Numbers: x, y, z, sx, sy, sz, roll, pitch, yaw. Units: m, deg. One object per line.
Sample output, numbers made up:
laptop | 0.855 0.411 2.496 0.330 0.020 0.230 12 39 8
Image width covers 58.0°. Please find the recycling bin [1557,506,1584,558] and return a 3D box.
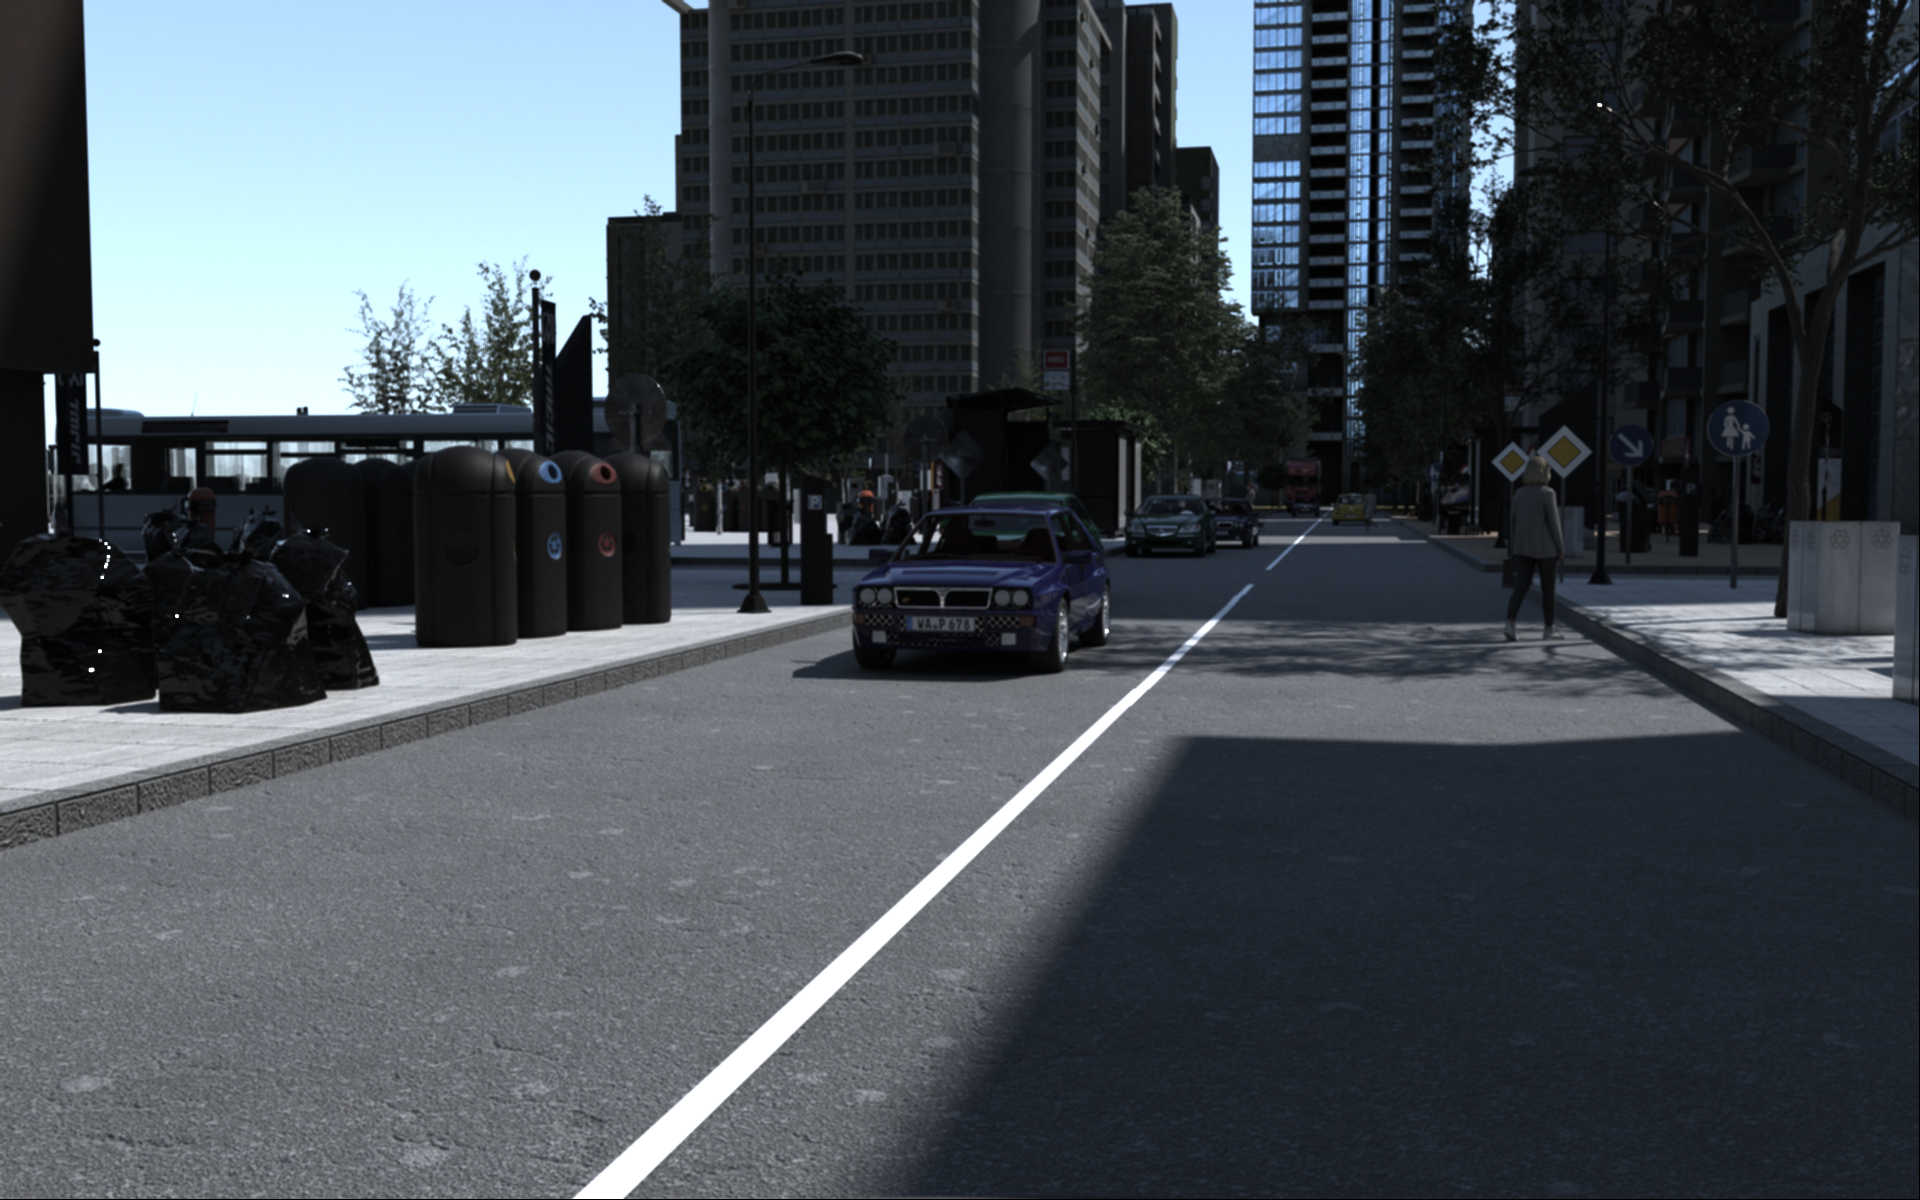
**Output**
recycling bin | 12.173 -1.374 35.019 0.722 1.027 0.722 2 4 31

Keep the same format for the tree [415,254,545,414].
tree | -14.224 -6.292 53.242 4.737 8.622 4.395 0 3 0

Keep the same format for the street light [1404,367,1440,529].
street light | 17.090 -5.543 63.170 1.470 5.913 1.316 1 4 13

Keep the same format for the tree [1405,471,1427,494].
tree | 30.527 -7.369 115.088 1.663 3.219 1.824 0 3 0

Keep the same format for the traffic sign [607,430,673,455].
traffic sign | -3.956 -1.306 21.353 0.884 2.594 0.081 1 4 15

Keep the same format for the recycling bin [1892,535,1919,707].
recycling bin | 6.161 0.127 10.472 0.722 1.027 0.722 0 4 8

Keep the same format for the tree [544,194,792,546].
tree | -7.020 -5.635 42.497 4.737 8.622 4.395 0 3 0

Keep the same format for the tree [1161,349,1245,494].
tree | 11.386 -8.158 83.738 4.737 8.622 4.395 0 3 0

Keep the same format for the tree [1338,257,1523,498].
tree | 24.774 -11.272 90.953 9.857 13.997 8.962 0 3 0

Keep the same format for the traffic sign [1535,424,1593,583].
traffic sign | 8.717 -1.309 25.051 0.795 2.450 0.064 1 4 13

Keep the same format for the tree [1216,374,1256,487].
tree | 19.504 -11.302 119.202 7.601 10.594 8.767 -2 4 -33

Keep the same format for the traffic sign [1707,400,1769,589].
traffic sign | 10.514 -1.429 23.466 0.768 2.556 0.104 1 4 21

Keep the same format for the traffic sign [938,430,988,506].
traffic sign | 0.041 -1.429 27.005 0.795 2.450 0.064 1 4 13

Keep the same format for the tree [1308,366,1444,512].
tree | 32.813 -12.340 127.506 9.928 11.665 9.643 0 3 0

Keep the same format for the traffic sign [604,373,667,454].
traffic sign | -3.443 -1.114 18.320 0.768 2.556 0.104 1 4 22

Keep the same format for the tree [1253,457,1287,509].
tree | 27.408 -10.259 151.453 4.285 4.588 4.351 0 3 0

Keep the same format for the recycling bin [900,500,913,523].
recycling bin | -2.365 -4.017 78.238 0.722 1.027 0.722 0 4 -2

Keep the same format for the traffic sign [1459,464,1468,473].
traffic sign | 21.399 -4.451 72.881 0.768 2.556 0.104 1 4 19

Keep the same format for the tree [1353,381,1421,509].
tree | 36.861 -13.874 144.964 7.486 12.596 7.792 0 3 0

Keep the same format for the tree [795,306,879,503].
tree | -6.171 -6.969 64.301 4.737 8.622 4.395 0 3 0

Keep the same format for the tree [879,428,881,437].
tree | -5.825 -7.477 72.603 4.737 8.622 4.395 0 3 0

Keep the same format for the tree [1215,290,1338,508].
tree | 29.338 -18.814 163.491 12.611 20.169 13.585 0 3 0

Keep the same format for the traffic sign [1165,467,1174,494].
traffic sign | 8.789 -4.542 74.359 0.768 2.556 0.104 1 4 20

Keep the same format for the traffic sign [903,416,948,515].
traffic sign | -0.571 -1.719 28.208 0.768 2.556 0.104 1 4 17

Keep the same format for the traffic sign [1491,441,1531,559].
traffic sign | 10.461 -1.786 32.844 0.795 2.450 0.064 1 4 13

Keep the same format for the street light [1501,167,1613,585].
street light | 8.607 -3.187 24.652 1.470 5.913 1.316 1 4 13

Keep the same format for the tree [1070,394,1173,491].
tree | 5.245 -4.467 56.742 4.285 4.588 4.351 0 3 0

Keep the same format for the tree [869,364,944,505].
tree | -3.336 -9.072 98.692 4.360 8.622 3.978 0 3 0

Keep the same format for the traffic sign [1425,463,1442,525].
traffic sign | 19.356 -4.315 70.651 0.768 2.556 0.104 1 4 13

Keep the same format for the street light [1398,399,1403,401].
street light | 21.927 -6.844 84.442 1.470 5.913 1.316 1 4 13

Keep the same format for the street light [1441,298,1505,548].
street light | 12.316 -4.194 41.116 1.470 5.913 1.316 1 4 13

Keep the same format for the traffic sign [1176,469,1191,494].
traffic sign | 11.209 -5.322 87.116 0.768 2.556 0.104 1 4 18

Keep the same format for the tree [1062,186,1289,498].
tree | 7.148 -8.966 64.726 7.486 12.596 7.792 0 3 0

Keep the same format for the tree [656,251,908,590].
tree | -2.441 -2.448 23.732 4.285 4.588 4.351 0 3 0

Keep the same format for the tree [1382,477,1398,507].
tree | 42.252 -10.770 170.696 1.663 3.219 1.824 0 3 0

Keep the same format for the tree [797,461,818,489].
tree | -8.657 -8.101 82.815 4.360 8.622 3.978 0 3 0

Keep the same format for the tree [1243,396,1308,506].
tree | 32.981 -15.495 179.090 9.928 11.665 9.643 0 3 0

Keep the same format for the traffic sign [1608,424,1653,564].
traffic sign | 12.299 -1.939 31.814 0.768 2.556 0.104 1 4 22

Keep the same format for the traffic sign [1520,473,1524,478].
traffic sign | 20.044 -3.829 62.714 0.768 2.556 0.104 1 4 22

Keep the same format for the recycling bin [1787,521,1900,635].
recycling bin | 8.174 -0.214 16.051 0.722 1.027 0.722 0 4 4

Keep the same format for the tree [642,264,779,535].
tree | -7.839 -6.375 54.590 4.360 8.622 3.978 0 3 0

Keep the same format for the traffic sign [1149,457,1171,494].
traffic sign | 6.835 -3.617 59.251 0.768 2.556 0.104 1 4 18

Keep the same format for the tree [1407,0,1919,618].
tree | 8.454 -5.077 17.419 8.767 10.594 7.601 2 4 27

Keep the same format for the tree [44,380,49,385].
tree | -24.618 -5.671 43.077 4.737 8.622 4.395 0 3 0

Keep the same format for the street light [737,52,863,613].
street light | -1.705 -2.810 18.482 1.470 5.913 1.316 1 4 13

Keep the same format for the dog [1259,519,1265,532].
dog | 11.420 -2.869 66.192 0.540 0.507 0.406 1 4 21

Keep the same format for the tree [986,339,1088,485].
tree | 2.888 -8.073 82.361 4.737 8.622 4.395 0 3 0

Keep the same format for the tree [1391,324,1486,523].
tree | 20.924 -7.659 75.594 4.737 8.622 4.395 0 3 0

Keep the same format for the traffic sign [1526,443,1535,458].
traffic sign | 14.596 -2.702 44.174 0.884 2.594 0.081 1 4 19

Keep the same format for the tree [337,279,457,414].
tree | -19.580 -6.700 59.902 4.360 8.622 3.978 0 3 0
